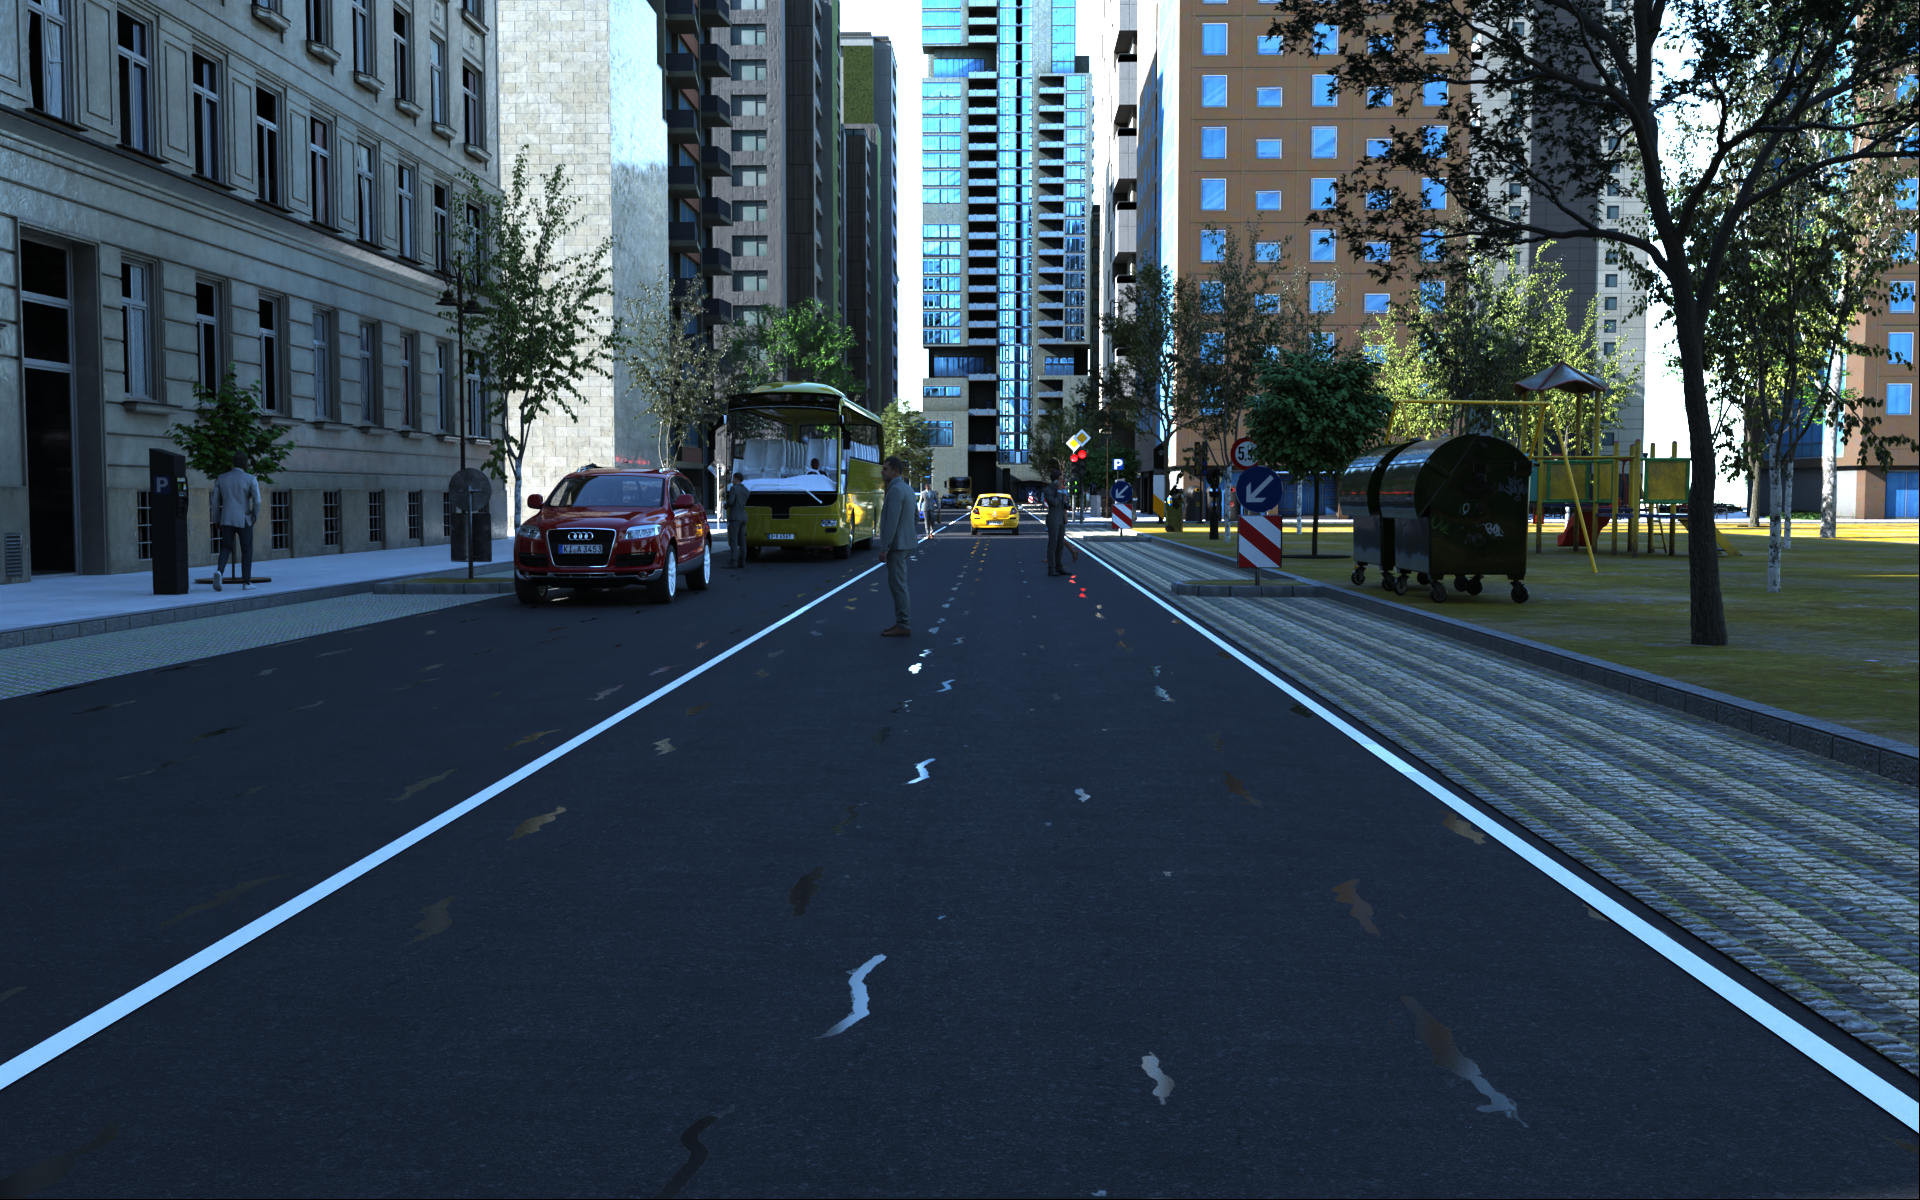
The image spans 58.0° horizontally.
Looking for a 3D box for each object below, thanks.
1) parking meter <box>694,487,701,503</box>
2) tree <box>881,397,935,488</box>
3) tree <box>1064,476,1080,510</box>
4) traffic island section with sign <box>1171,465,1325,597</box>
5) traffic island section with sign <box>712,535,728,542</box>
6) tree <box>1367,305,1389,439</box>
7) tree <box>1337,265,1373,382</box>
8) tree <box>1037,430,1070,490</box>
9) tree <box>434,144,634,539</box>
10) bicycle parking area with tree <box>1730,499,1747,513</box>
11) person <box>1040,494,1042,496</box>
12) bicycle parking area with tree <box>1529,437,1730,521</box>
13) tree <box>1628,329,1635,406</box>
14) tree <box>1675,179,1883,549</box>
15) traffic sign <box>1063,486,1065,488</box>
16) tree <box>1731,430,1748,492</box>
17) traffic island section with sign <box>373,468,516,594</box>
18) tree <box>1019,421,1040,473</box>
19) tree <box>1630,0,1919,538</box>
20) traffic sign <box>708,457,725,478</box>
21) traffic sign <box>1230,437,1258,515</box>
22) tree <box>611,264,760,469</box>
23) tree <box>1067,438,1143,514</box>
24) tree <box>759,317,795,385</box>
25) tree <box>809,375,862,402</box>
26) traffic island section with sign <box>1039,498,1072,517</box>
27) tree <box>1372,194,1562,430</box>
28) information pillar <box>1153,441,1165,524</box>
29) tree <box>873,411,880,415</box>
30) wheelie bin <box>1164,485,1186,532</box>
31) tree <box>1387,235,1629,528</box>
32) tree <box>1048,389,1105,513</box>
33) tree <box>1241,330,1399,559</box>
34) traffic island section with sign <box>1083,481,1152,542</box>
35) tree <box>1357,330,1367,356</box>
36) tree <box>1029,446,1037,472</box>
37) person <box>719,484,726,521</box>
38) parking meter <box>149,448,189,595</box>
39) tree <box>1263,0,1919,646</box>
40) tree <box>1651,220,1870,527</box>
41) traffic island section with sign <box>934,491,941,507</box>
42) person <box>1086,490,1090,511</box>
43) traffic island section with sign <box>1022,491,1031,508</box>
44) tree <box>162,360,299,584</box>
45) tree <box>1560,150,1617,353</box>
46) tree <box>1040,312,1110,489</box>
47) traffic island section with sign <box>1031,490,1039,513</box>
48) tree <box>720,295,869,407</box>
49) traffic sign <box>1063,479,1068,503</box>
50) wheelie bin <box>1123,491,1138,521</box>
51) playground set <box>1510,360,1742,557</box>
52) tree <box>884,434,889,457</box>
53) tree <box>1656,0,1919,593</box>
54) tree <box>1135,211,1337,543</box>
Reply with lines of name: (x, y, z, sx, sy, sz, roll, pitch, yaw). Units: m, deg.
parking meter: (-9.050, -3.112, 59.293, 0.372, 1.533, 0.369, 0, 3, 0)
tree: (-6.928, -17.336, 201.565, 7.486, 12.596, 7.792, 0, 3, 0)
tree: (9.287, -8.877, 139.744, 1.663, 3.219, 1.824, 0, 3, 0)
traffic island section with sign: (4.076, -0.994, 24.880, 1.989, 1.847, 2.006, 0, 4, 1)
traffic island section with sign: (-6.682, -2.697, 52.731, 1.989, 1.847, 2.006, 0, 4, 1)
tree: (16.749, -6.740, 60.568, 4.737, 8.622, 4.395, 0, 3, 0)
tree: (11.025, -6.392, 54.872, 4.360, 8.622, 3.978, 0, 3, 0)
tree: (10.756, -14.501, 187.459, 4.360, 8.622, 3.978, 0, 3, 0)
tree: (-9.463, -5.332, 37.534, 4.737, 8.622, 4.395, 0, 3, 0)
bicycle parking area with tree: (47.601, -7.184, 104.467, 8.231, 4.147, 9.016, 3, 5, 45)
person: (11.011, -13.501, 226.418, 1.348, 1.869, 0.705, -2, 4, -35)
bicycle parking area with tree: (36.068, -6.697, 96.497, 8.231, 4.147, 9.016, -2, 4, -24)
tree: (22.363, -6.876, 62.787, 4.737, 8.622, 4.395, 0, 3, 0)
tree: (19.230, -5.510, 40.450, 4.737, 8.622, 4.395, 0, 3, 0)
traffic sign: (9.180, -9.057, 148.082, 0.884, 2.594, 0.081, 0, 4, 5)
tree: (64.333, -10.274, 130.880, 11.467, 7.101, 20.602, 0, 4, 1)
traffic island section with sign: (-7.341, -1.034, 25.539, 1.989, 1.847, 2.006, 0, 4, 1)
tree: (9.511, -14.005, 163.392, 7.601, 10.594, 8.767, 2, 4, 25)
tree: (26.663, -11.954, 51.336, 12.611, 20.169, 13.585, 0, 3, 0)
traffic sign: (-8.537, -3.753, 61.094, 0.795, 2.593, 0.064, 1, 4, 9)
traffic sign: (6.363, -2.343, 38.410, 0.768, 2.556, 0.104, 0, 4, 3)
tree: (-9.360, -6.495, 56.563, 4.360, 8.622, 3.978, 0, 3, 0)
tree: (8.968, -7.157, 100.733, 4.285, 4.588, 4.351, 0, 3, 0)
tree: (-8.996, -7.377, 70.976, 4.360, 8.622, 3.978, 0, 3, 0)
tree: (-8.372, -9.238, 101.399, 4.360, 8.622, 3.978, 0, 3, 0)
traffic island section with sign: (6.044, -6.031, 107.234, 1.989, 1.847, 2.006, 0, 4, 1)
tree: (12.764, -5.681, 43.247, 4.360, 8.622, 3.978, 0, 3, 0)
information pillar: (8.603, -5.106, 74.832, 0.504, 3.616, 0.183, 0, 4, 1)
tree: (-7.876, -10.408, 120.535, 4.360, 8.622, 3.978, 0, 3, 0)
wheelie bin: (7.305, -3.110, 58.761, 0.693, 1.594, 0.980, 1, 4, 13)
tree: (15.104, -5.982, 48.164, 4.737, 8.622, 4.395, 0, 3, 0)
tree: (8.263, -10.355, 119.672, 4.737, 8.622, 4.395, 0, 3, 0)
tree: (7.152, -3.126, 34.828, 4.285, 4.588, 4.351, 0, 3, 0)
traffic island section with sign: (4.731, -2.675, 52.359, 1.989, 1.847, 2.006, 0, 4, 1)
tree: (17.114, -7.148, 67.239, 4.737, 8.622, 4.395, 0, 3, 0)
tree: (10.868, -16.654, 222.654, 4.360, 8.622, 3.978, 0, 3, 0)
person: (-11.222, -4.619, 82.114, 0.519, 1.759, 0.362, 2, 4, 31)
parking meter: (-10.091, -1.004, 22.122, 0.399, 1.863, 0.255, 1, 4, 9)
tree: (6.384, -4.918, 14.825, 8.767, 10.594, 7.601, 0, 4, -6)
tree: (30.920, -8.647, 67.136, 9.928, 11.665, 9.643, 0, 3, 0)
traffic island section with sign: (-2.868, -12.415, 211.605, 1.989, 1.847, 2.006, 0, 4, 1)
person: (9.773, -7.648, 132.905, 0.330, 1.601, 0.589, 3, 4, 36)
traffic island section with sign: (7.901, -10.749, 184.368, 1.989, 1.847, 2.006, 0, 4, 1)
tree: (-10.434, -1.867, 25.121, 1.663, 3.219, 1.824, 0, 3, 0)
tree: (13.761, -4.959, 31.446, 4.360, 8.622, 3.978, 0, 3, 0)
tree: (7.788, -8.111, 67.025, 7.601, 10.594, 8.767, 0, 4, -8)
traffic island section with sign: (6.691, -7.679, 134.182, 1.989, 1.847, 2.006, 0, 4, 1)
tree: (-8.614, -10.151, 91.724, 9.928, 11.665, 9.643, 0, 3, 0)
traffic sign: (8.760, -8.648, 141.495, 0.768, 2.556, 0.104, 0, 4, 2)
wheelie bin: (7.970, -4.529, 81.962, 0.693, 1.594, 0.980, 2, 4, 31)
playground set: (13.288, -3.116, 37.723, 5.302, 4.214, 5.637, 0, 4, 1)
tree: (-7.846, -11.898, 144.894, 4.360, 8.622, 3.978, 0, 3, 0)
tree: (10.546, -4.388, 22.106, 4.360, 8.622, 3.978, 0, 3, 0)
tree: (6.953, -5.821, 45.533, 4.360, 8.622, 3.978, 0, 3, 0)
